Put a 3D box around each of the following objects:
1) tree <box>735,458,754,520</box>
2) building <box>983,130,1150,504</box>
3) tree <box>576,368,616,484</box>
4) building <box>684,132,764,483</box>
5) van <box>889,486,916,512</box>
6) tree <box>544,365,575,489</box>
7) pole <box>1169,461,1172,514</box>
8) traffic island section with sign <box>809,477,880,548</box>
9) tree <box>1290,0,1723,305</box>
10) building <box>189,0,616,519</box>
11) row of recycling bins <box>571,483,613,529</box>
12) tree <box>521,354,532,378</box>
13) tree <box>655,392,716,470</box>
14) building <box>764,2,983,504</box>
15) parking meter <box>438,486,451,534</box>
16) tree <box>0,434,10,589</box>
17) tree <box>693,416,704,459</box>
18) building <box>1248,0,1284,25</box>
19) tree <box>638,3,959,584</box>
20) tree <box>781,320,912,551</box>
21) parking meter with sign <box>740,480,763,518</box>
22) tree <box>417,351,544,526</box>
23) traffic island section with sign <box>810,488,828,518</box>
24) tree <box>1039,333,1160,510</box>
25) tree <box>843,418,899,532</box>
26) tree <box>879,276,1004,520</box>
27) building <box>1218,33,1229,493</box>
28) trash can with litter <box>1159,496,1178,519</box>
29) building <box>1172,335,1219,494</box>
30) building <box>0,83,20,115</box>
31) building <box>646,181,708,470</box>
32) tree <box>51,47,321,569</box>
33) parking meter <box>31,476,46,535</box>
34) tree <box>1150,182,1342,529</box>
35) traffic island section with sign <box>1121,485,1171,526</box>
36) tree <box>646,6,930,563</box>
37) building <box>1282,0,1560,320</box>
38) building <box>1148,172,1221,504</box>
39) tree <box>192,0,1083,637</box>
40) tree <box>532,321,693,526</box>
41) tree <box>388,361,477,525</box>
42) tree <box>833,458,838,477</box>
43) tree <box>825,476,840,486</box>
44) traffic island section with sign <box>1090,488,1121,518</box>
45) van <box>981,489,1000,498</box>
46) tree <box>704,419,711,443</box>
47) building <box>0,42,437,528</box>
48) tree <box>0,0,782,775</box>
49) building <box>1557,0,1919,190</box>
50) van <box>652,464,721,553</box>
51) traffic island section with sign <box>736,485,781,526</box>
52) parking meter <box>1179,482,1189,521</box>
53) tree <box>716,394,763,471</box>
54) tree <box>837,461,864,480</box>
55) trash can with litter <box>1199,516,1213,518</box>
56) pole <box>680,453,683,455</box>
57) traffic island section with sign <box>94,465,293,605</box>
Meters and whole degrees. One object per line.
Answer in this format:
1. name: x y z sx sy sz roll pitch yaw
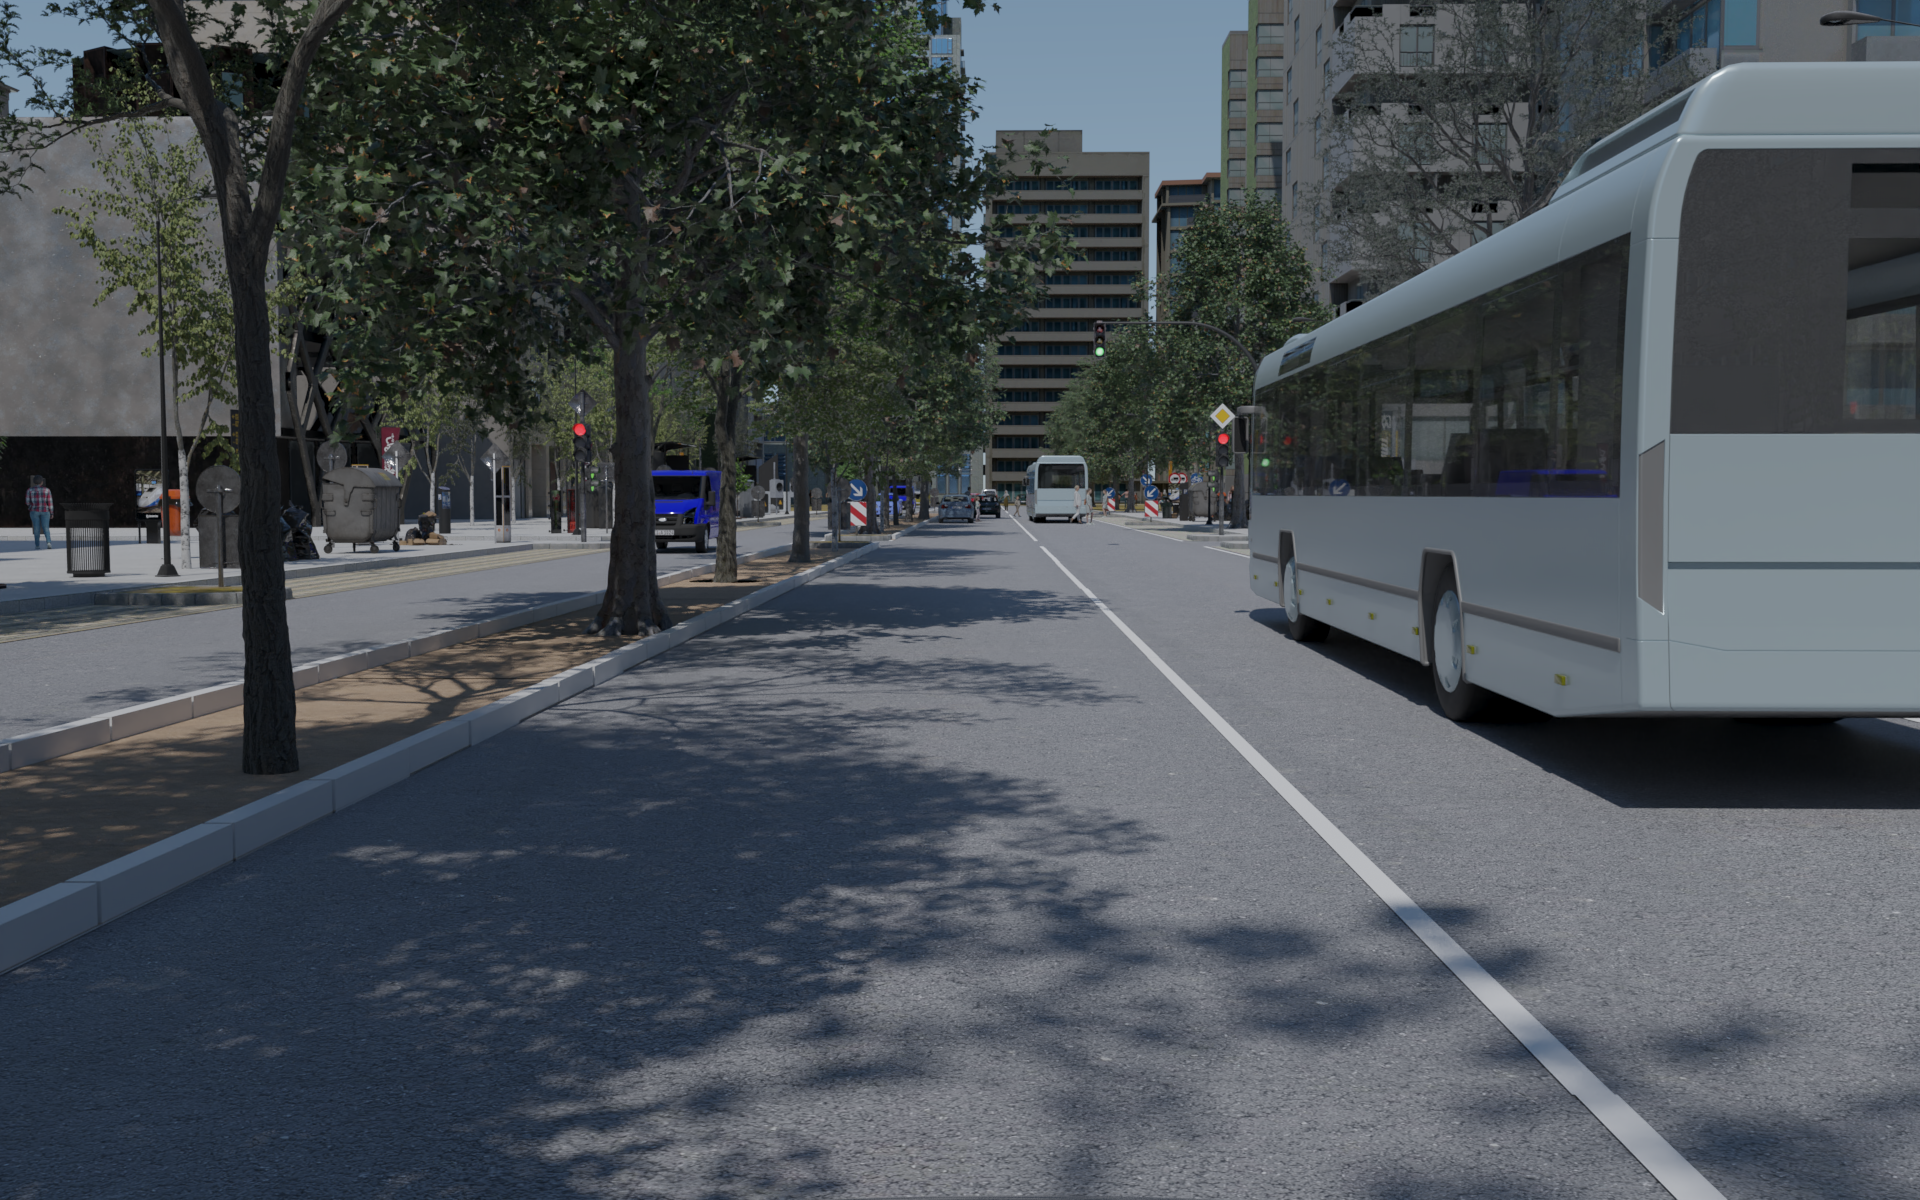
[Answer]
1. tree: -11.698 -5.903 91.109 1.663 3.219 1.824 0 3 0
2. building: 13.942 -37.300 233.556 21.600 48.544 21.300 0 4 1
3. tree: -18.965 -8.356 86.977 4.360 8.622 3.978 0 3 0
4. building: -42.279 -42.335 234.179 28.212 58.520 21.231 0 4 1
5. van: -4.261 -7.469 126.497 2.240 2.365 5.245 0 4 1
6. tree: -19.383 -7.681 75.942 4.360 8.622 3.978 0 3 0
7. pole: 13.035 -6.943 107.364 0.158 3.312 0.155 0 3 0
8. traffic island section with sign: -3.281 -2.330 46.238 2.006 1.907 1.989 0 4 1
9. tree: 11.045 -7.597 34.582 12.009 13.543 11.850 0 3 0
10. building: -32.068 -18.304 103.779 19.350 26.468 34.151 0 4 1
11. row of recycling bins: -13.732 -3.550 65.152 1.069 1.692 3.534 -2 4 -34
12. tree: -18.672 -8.014 81.390 4.737 8.622 4.395 0 3 0
13. tree: -18.444 -9.983 113.591 4.360 8.622 3.978 0 3 0
14. building: -12.345 -56.314 233.407 31.000 86.520 22.319 0 4 1
15. parking meter: -16.642 -2.906 55.917 0.372 1.533 0.369 0 3 0
16. tree: -13.453 -1.763 23.433 1.663 3.219 1.824 0 3 0
17. tree: -18.355 -9.342 103.108 4.737 8.622 4.395 0 3 0
18. building: 30.257 -28.053 142.255 14.154 41.232 14.086 0 4 1
19. tree: -3.664 -6.069 27.448 9.928 11.665 9.643 0 3 0
20. tree: -3.069 -5.486 42.522 4.737 8.622 4.395 0 3 0
21. parking meter with sign: -11.425 -5.921 93.069 1.738 3.016 0.543 -2 4 -34
22. tree: -19.763 -7.266 69.168 4.360 8.622 3.978 0 3 0
23. traffic island section with sign: -8.714 -5.934 105.645 1.989 1.847 2.006 0 4 1
24. tree: 12.441 -14.122 137.544 9.857 13.997 8.962 0 3 0
25. tree: -2.956 -6.884 65.373 4.360 8.622 3.978 0 3 0
26. tree: -2.039 -11.486 96.914 9.857 13.997 8.962 0 3 0
27. building: 30.331 -28.943 156.813 14.154 41.232 14.086 0 4 1
28. trash can with litter: 10.897 -4.832 90.394 0.624 1.170 1.055 3 5 45
29. building: 37.051 -20.414 178.815 27.650 21.520 28.899 0 4 1
30. building: -49.367 -13.491 69.736 18.267 20.994 9.793 0 4 1
31. building: -36.014 -33.847 142.630 28.713 52.752 27.495 0 4 1
32. tree: -13.039 -4.840 29.490 4.737 8.622 4.395 0 3 0
33. parking meter: -29.201 -3.010 54.930 0.399 1.863 0.255 0 4 -1
34. tree: 10.381 -9.011 64.331 9.611 12.733 9.660 0 3 0
35. traffic island section with sign: 8.563 -4.313 79.146 1.989 1.847 2.006 0 4 1
36. tree: -3.423 -7.072 36.207 7.486 12.596 7.792 0 3 0
37. building: 35.532 -31.659 106.863 28.713 52.752 27.495 0 4 1
38. building: 39.171 -35.385 233.168 28.867 44.769 22.147 0 4 1
39. tree: -3.356 -6.000 17.558 9.611 12.733 9.660 0 3 0
40. tree: -12.499 -6.828 61.994 4.737 8.622 4.395 0 3 0
41. tree: -18.406 -6.703 59.954 4.737 8.622 4.395 0 3 0
42. tree: -9.091 -21.040 199.891 12.611 20.169 13.585 0 3 0
43. tree: -10.925 -9.646 152.313 1.663 3.219 1.824 0 3 0
44. traffic island section with sign: 9.018 -5.961 106.097 1.989 1.847 2.006 0 4 1
45. van: 2.528 -8.864 151.937 2.013 2.044 4.112 0 4 1
46. tree: -19.321 -10.270 118.280 4.737 8.622 4.395 0 3 0
47. building: -31.357 -12.571 72.980 16.820 18.784 16.811 0 4 1
48. tree: -3.515 -4.408 8.934 8.767 10.594 7.601 0 4 1
49. building: 42.480 -27.927 76.220 30.456 49.044 23.786 0 4 1
50. van: -7.041 -2.406 43.727 2.240 2.365 5.245 0 4 1
51. traffic island section with sign: -9.165 -4.285 78.694 1.989 1.847 2.006 0 4 1
52. parking meter: 10.655 -4.695 82.480 0.399 1.863 0.255 -2 4 -25
53. tree: -16.428 -10.809 127.089 4.360 8.622 3.978 0 3 0
54. tree: -10.516 -10.989 163.379 4.285 4.588 4.351 0 3 0
55. trash can with litter: 13.896 -5.120 94.769 1.678 1.210 2.233 0 4 4
56. pole: -13.691 -5.590 85.235 0.158 3.312 0.155 0 3 0
57. traffic island section with sign: -10.094 -0.886 23.111 1.989 1.847 2.006 0 4 1
